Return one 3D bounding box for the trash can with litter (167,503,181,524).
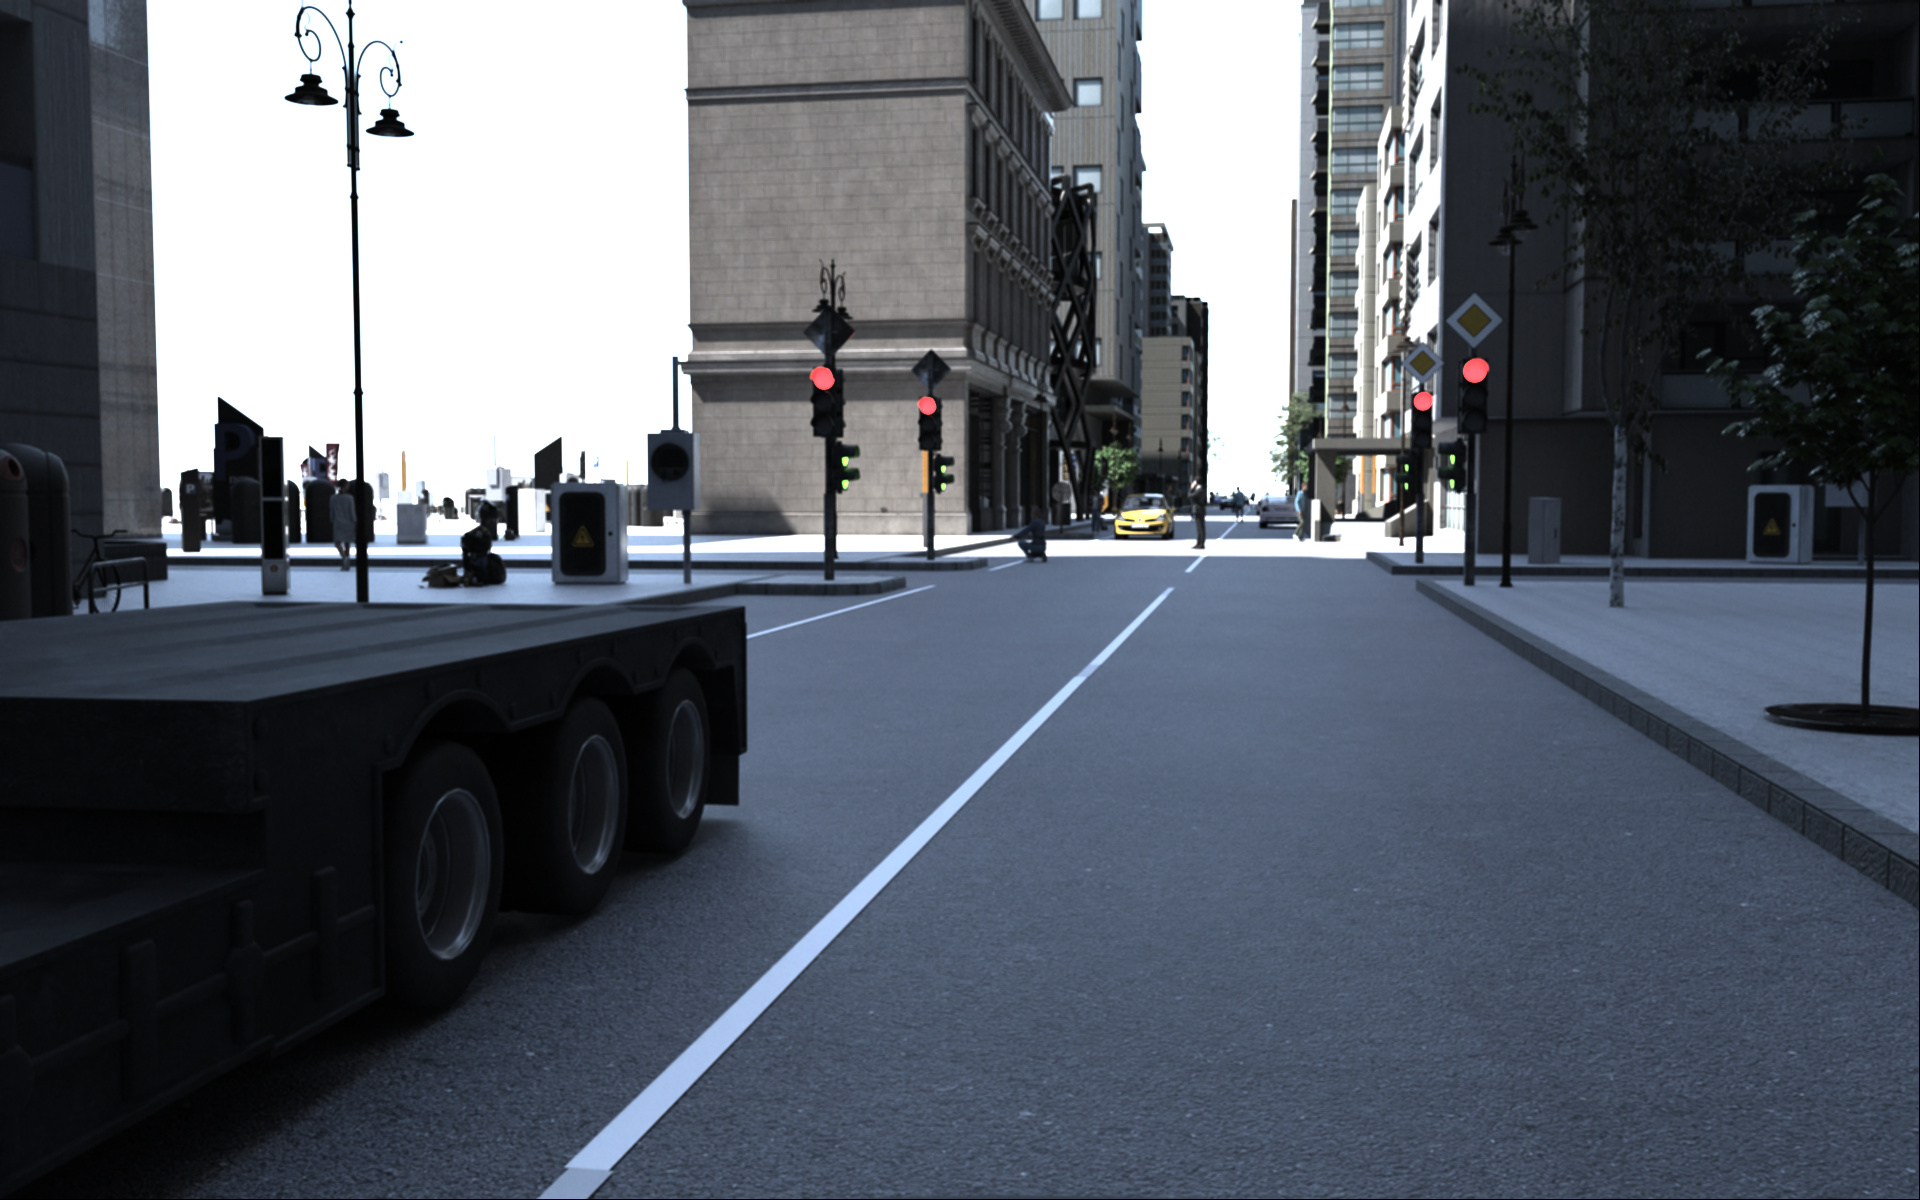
[{"bbox_3d":[-33.134,-3.811,73.703,0.624,1.170,1.055,3,4,36],"label":"trash can with litter"}]

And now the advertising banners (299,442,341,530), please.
[{"bbox_3d":[-22.010,-3.827,58.754,2.074,3.025,0.090,0,4,1],"label":"advertising banners"}]

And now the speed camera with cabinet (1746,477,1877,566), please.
[{"bbox_3d":[15.443,-2.268,31.418,0.660,3.252,2.038,-3,5,-42],"label":"speed camera with cabinet"}]

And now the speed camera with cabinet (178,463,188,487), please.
[{"bbox_3d":[-49.743,-7.188,111.854,0.660,3.252,2.038,0,4,1],"label":"speed camera with cabinet"}]

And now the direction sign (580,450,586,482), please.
[{"bbox_3d":[-19.394,-5.942,89.153,0.379,3.537,0.876,0,4,2],"label":"direction sign"}]

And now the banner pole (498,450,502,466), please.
[{"bbox_3d":[-25.998,-6.603,97.976,0.401,3.779,0.863,0,4,-3],"label":"banner pole"}]

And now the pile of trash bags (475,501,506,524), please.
[{"bbox_3d":[-19.441,-4.056,76.072,3.447,1.369,1.912,-3,5,-43],"label":"pile of trash bags"}]

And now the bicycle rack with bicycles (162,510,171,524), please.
[{"bbox_3d":[-33.230,-3.396,68.904,2.925,0.926,2.852,-1,4,-10],"label":"bicycle rack with bicycles"}]

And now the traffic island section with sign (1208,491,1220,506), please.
[{"bbox_3d":[31.100,-12.540,213.653,1.989,1.847,2.006,1,4,10],"label":"traffic island section with sign"}]

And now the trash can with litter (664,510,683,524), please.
[{"bbox_3d":[-12.123,-3.821,73.525,2.233,1.210,1.678,1,4,15],"label":"trash can with litter"}]

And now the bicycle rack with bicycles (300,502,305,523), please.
[{"bbox_3d":[-29.906,-3.839,76.145,2.852,0.926,2.925,0,4,1],"label":"bicycle rack with bicycles"}]

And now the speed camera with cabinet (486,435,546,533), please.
[{"bbox_3d":[-14.751,-3.864,57.515,2.038,3.252,0.660,2,4,24],"label":"speed camera with cabinet"}]

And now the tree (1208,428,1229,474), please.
[{"bbox_3d":[37.015,-20.654,263.447,9.928,11.665,9.643,0,3,0],"label":"tree"}]

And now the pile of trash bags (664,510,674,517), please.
[{"bbox_3d":[-14.865,-5.308,96.533,3.447,1.369,1.912,2,4,27],"label":"pile of trash bags"}]

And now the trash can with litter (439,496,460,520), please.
[{"bbox_3d":[-25.269,-4.555,85.855,0.624,1.170,1.055,1,4,15],"label":"trash can with litter"}]

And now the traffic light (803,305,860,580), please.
[{"bbox_3d":[-1.939,-2.256,25.800,0.839,4.253,0.868,1,4,10],"label":"traffic light"}]

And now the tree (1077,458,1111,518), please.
[{"bbox_3d":[7.260,-5.995,92.613,1.663,3.219,1.824,0,3,0],"label":"tree"}]

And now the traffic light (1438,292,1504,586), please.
[{"bbox_3d":[7.135,-2.159,24.223,0.839,4.253,0.868,1,4,10],"label":"traffic light"}]

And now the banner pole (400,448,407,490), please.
[{"bbox_3d":[-30.412,-6.403,94.703,0.401,3.779,0.863,-3,5,-44],"label":"banner pole"}]

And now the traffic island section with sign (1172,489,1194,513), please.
[{"bbox_3d":[16.693,-7.539,131.885,1.989,1.847,2.006,1,4,10],"label":"traffic island section with sign"}]

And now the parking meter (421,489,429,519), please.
[{"bbox_3d":[-27.910,-5.016,90.418,0.372,1.533,0.369,0,3,0],"label":"parking meter"}]

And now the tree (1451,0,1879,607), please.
[{"bbox_3d":[7.710,-4.224,19.425,4.360,8.622,3.978,0,3,0],"label":"tree"}]

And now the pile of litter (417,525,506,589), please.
[{"bbox_3d":[-7.031,-0.632,24.295,1.176,0.858,1.719,2,4,24],"label":"pile of litter"}]

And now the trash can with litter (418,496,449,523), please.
[{"bbox_3d":[-24.101,-4.118,78.393,2.233,1.210,1.678,2,4,26],"label":"trash can with litter"}]

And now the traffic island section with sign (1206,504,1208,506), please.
[{"bbox_3d":[21.371,-9.162,158.433,1.989,1.847,2.006,1,4,10],"label":"traffic island section with sign"}]

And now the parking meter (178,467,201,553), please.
[{"bbox_3d":[-16.905,-1.974,37.992,0.399,1.863,0.255,-2,4,-32],"label":"parking meter"}]

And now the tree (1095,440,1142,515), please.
[{"bbox_3d":[9.421,-7.435,105.276,4.285,4.588,4.351,0,3,0],"label":"tree"}]

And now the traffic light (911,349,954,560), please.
[{"bbox_3d":[-0.554,-2.737,33.665,0.839,4.253,0.868,1,4,10],"label":"traffic light"}]

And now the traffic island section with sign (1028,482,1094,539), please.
[{"bbox_3d":[3.283,-2.881,55.729,1.989,1.847,2.006,1,4,10],"label":"traffic island section with sign"}]

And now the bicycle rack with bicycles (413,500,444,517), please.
[{"bbox_3d":[-30.561,-5.292,99.900,2.852,0.926,2.925,1,4,20],"label":"bicycle rack with bicycles"}]

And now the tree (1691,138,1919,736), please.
[{"bbox_3d":[4.931,-0.918,9.607,1.663,3.219,1.824,0,3,0],"label":"tree"}]

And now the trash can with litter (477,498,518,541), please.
[{"bbox_3d":[-12.816,-2.239,48.001,1.055,1.170,0.624,-2,4,-23],"label":"trash can with litter"}]

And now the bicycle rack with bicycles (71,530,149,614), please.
[{"bbox_3d":[-9.465,-0.232,17.174,2.852,0.926,2.925,-1,4,-8],"label":"bicycle rack with bicycles"}]

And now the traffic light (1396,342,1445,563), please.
[{"bbox_3d":[8.521,-2.640,32.088,0.839,4.253,0.868,1,4,10],"label":"traffic light"}]

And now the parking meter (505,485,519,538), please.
[{"bbox_3d":[-13.043,-2.570,50.434,0.372,1.533,0.369,0,3,0],"label":"parking meter"}]

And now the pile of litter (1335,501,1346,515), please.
[{"bbox_3d":[22.894,-5.605,105.604,1.176,0.858,1.719,0,4,6],"label":"pile of litter"}]

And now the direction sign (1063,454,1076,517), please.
[{"bbox_3d":[6.173,-6.461,97.638,0.876,3.537,0.379,2,4,35],"label":"direction sign"}]

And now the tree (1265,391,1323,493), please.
[{"bbox_3d":[37.681,-16.697,191.126,7.486,12.596,7.792,0,3,0],"label":"tree"}]

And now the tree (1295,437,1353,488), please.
[{"bbox_3d":[20.887,-7.076,99.404,4.285,4.588,4.351,0,3,0],"label":"tree"}]

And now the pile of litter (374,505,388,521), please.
[{"bbox_3d":[-28.156,-4.269,83.757,1.176,0.858,1.719,1,4,9],"label":"pile of litter"}]

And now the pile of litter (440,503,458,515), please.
[{"bbox_3d":[-32.045,-5.771,108.322,1.176,0.858,1.719,1,4,20],"label":"pile of litter"}]

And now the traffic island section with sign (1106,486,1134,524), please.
[{"bbox_3d":[8.012,-4.523,82.571,1.989,1.847,2.006,1,4,10],"label":"traffic island section with sign"}]

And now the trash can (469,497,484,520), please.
[{"bbox_3d":[-23.684,-4.475,84.823,0.748,1.137,0.748,0,3,0],"label":"trash can"}]
